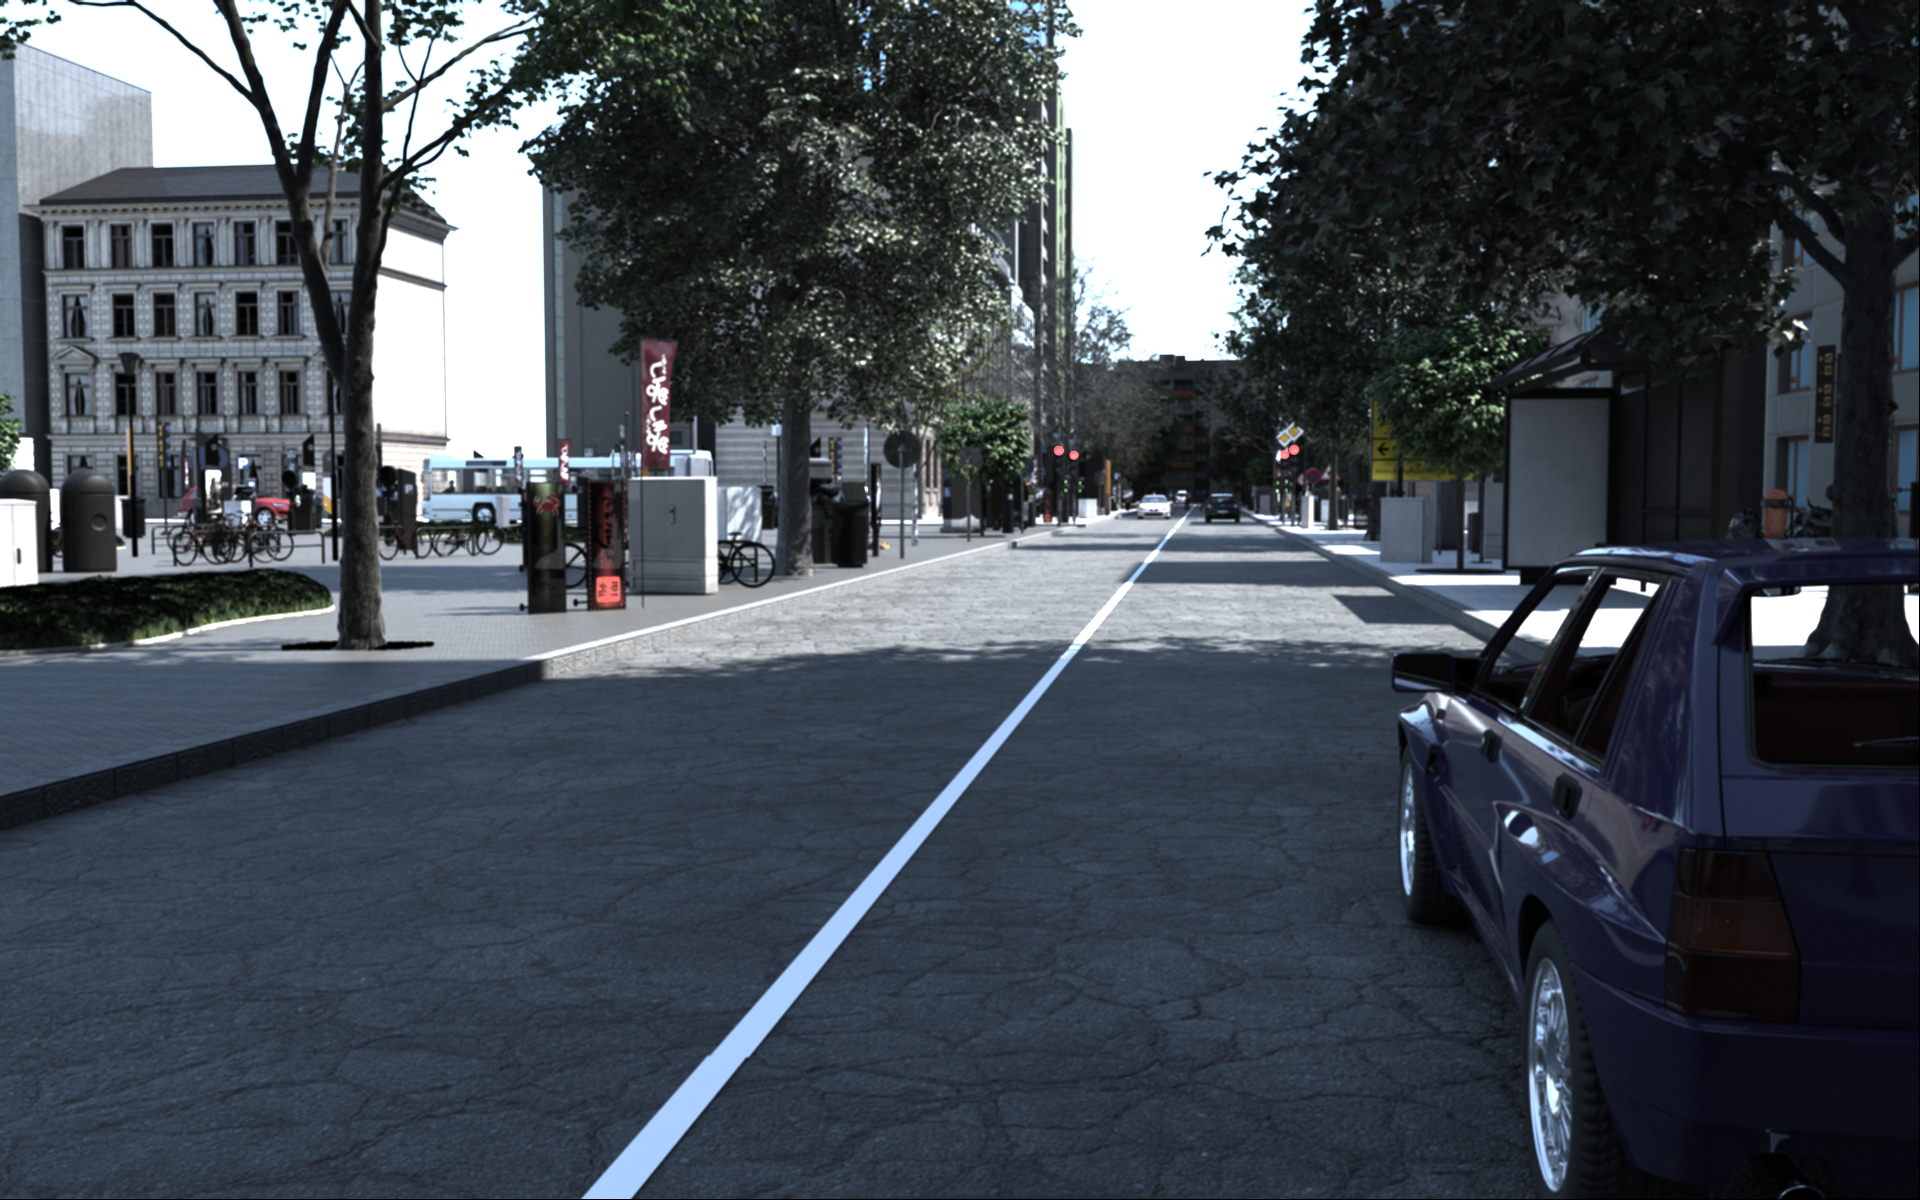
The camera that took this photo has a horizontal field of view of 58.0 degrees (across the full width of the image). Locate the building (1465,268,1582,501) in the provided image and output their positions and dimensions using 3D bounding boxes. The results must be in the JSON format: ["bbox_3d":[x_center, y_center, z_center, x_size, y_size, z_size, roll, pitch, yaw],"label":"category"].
[{"bbox_3d":[35.278,-15.165,84.108,21.152,22.565,11.583,0,4,8],"label":"building"}]

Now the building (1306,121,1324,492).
[{"bbox_3d":[51.980,-35.407,202.602,21.300,48.544,21.600,0,4,8],"label":"building"}]

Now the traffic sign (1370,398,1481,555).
[{"bbox_3d":[9.764,-2.598,36.354,2.265,3.308,0.079,1,4,13],"label":"traffic sign"}]

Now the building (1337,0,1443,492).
[{"bbox_3d":[47.335,-33.190,162.259,23.786,49.044,30.456,0,4,8],"label":"building"}]

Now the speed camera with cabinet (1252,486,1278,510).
[{"bbox_3d":[24.527,-8.863,139.250,2.038,3.252,0.660,3,4,36],"label":"speed camera with cabinet"}]

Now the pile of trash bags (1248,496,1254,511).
[{"bbox_3d":[23.480,-7.686,135.422,1.912,1.369,3.447,1,4,11],"label":"pile of trash bags"}]

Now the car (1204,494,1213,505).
[{"bbox_3d":[19.949,-7.466,133.866,2.131,1.459,4.920,0,4,8],"label":"car"}]

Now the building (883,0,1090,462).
[{"bbox_3d":[-0.469,-54.783,208.369,31.000,86.520,22.319,0,4,8],"label":"building"}]

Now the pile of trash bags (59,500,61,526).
[{"bbox_3d":[-36.849,-3.629,69.094,1.912,1.369,3.447,0,4,-6],"label":"pile of trash bags"}]

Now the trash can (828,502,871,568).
[{"bbox_3d":[-1.925,-1.140,30.288,0.748,1.137,0.748,0,3,0],"label":"trash can"}]

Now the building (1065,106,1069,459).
[{"bbox_3d":[3.048,-30.001,174.114,14.154,41.232,14.086,0,4,8],"label":"building"}]

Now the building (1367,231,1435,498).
[{"bbox_3d":[35.236,-20.267,117.271,13.634,28.700,20.117,0,4,8],"label":"building"}]

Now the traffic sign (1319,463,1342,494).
[{"bbox_3d":[14.343,-4.109,67.181,0.884,2.594,0.081,1,4,13],"label":"traffic sign"}]

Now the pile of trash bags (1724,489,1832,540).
[{"bbox_3d":[14.798,-1.322,31.366,1.912,1.369,3.447,2,4,25],"label":"pile of trash bags"}]

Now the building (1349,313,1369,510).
[{"bbox_3d":[37.938,-19.521,137.195,12.078,24.808,19.932,0,4,8],"label":"building"}]

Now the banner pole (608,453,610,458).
[{"bbox_3d":[-18.783,-6.330,93.512,0.401,3.779,0.863,1,4,21],"label":"banner pole"}]

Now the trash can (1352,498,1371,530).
[{"bbox_3d":[14.445,-3.092,62.200,0.748,1.137,0.748,0,3,0],"label":"trash can"}]

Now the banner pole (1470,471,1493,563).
[{"bbox_3d":[9.685,-2.560,31.874,0.401,3.779,0.863,0,4,4],"label":"banner pole"}]

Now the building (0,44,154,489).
[{"bbox_3d":[-57.989,-17.103,97.650,19.932,24.808,12.078,0,4,8],"label":"building"}]

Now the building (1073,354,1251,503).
[{"bbox_3d":[31.322,-25.070,254.926,28.899,21.520,27.650,0,4,8],"label":"building"}]

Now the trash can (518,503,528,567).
[{"bbox_3d":[-7.010,-1.060,28.981,0.748,1.137,0.748,0,3,0],"label":"trash can"}]

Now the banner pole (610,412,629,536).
[{"bbox_3d":[-10.301,-3.864,53.187,0.401,3.779,0.863,-2,4,-30],"label":"banner pole"}]

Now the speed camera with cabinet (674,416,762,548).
[{"bbox_3d":[-5.788,-2.882,41.464,2.038,3.252,0.660,-2,4,-33],"label":"speed camera with cabinet"}]

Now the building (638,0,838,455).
[{"bbox_3d":[-26.469,-47.380,212.907,20.611,71.187,20.563,0,4,8],"label":"building"}]

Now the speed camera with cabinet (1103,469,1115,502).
[{"bbox_3d":[11.849,-8.809,138.370,0.660,3.252,2.038,-1,4,-10],"label":"speed camera with cabinet"}]

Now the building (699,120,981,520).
[{"bbox_3d":[-5.936,-15.861,95.487,11.583,22.565,21.152,0,4,8],"label":"building"}]

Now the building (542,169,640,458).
[{"bbox_3d":[-43.651,-32.783,219.595,14.086,41.232,14.154,0,4,8],"label":"building"}]

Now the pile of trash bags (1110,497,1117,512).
[{"bbox_3d":[10.274,-7.156,126.752,1.912,1.369,3.447,1,4,23],"label":"pile of trash bags"}]

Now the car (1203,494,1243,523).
[{"bbox_3d":[13.321,-4.766,87.715,2.009,1.686,4.222,1,4,9],"label":"car"}]

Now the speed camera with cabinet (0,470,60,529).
[{"bbox_3d":[-32.809,-4.067,60.831,2.038,3.252,0.660,0,4,1],"label":"speed camera with cabinet"}]

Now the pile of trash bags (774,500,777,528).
[{"bbox_3d":[-7.600,-3.470,66.485,1.912,1.369,3.447,-1,4,-12],"label":"pile of trash bags"}]

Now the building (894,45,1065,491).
[{"bbox_3d":[1.740,-29.138,159.995,14.154,41.232,14.086,0,4,8],"label":"building"}]

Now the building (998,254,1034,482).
[{"bbox_3d":[-0.084,-17.353,138.471,10.420,20.320,16.860,0,4,8],"label":"building"}]

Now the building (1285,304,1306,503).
[{"bbox_3d":[59.788,-36.251,247.326,28.867,44.769,22.147,0,4,8],"label":"building"}]

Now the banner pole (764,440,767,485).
[{"bbox_3d":[-9.012,-5.511,80.115,0.401,3.779,0.863,0,4,1],"label":"banner pole"}]

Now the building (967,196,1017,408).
[{"bbox_3d":[-4.042,-16.915,118.358,13.314,21.916,24.055,0,4,8],"label":"building"}]

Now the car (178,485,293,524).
[{"bbox_3d":[-31.879,-4.167,76.811,5.304,1.827,2.281,0,4,7],"label":"car"}]

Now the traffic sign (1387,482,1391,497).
[{"bbox_3d":[9.763,-2.403,39.391,0.768,2.556,0.104,1,4,10],"label":"traffic sign"}]

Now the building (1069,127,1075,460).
[{"bbox_3d":[4.940,-30.891,188.658,14.154,41.232,14.086,0,4,8],"label":"building"}]

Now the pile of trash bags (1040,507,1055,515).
[{"bbox_3d":[5.388,-5.974,107.423,1.912,1.369,3.447,0,4,-2],"label":"pile of trash bags"}]

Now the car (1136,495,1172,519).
[{"bbox_3d":[11.186,-5.346,99.765,2.083,1.381,4.827,0,4,7],"label":"car"}]

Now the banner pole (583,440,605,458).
[{"bbox_3d":[-16.923,-5.486,79.714,0.863,3.779,0.401,1,4,13],"label":"banner pole"}]

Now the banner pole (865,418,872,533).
[{"bbox_3d":[-3.070,-4.112,57.251,0.401,3.779,0.863,-1,4,-14],"label":"banner pole"}]

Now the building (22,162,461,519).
[{"bbox_3d":[-38.456,-14.048,94.305,19.286,19.102,10.561,0,4,8],"label":"building"}]

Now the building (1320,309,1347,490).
[{"bbox_3d":[46.389,-32.740,185.410,14.600,45.320,14.200,0,4,8],"label":"building"}]

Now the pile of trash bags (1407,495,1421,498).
[{"bbox_3d":[26.219,-5.642,101.992,3.447,1.369,1.912,0,4,7],"label":"pile of trash bags"}]

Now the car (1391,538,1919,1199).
[{"bbox_3d":[2.173,0.492,4.531,1.945,1.354,3.894,1,4,8],"label":"car"}]

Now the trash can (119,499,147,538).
[{"bbox_3d":[-24.151,-2.383,50.620,0.748,1.137,0.748,0,3,0],"label":"trash can"}]

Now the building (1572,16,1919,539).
[{"bbox_3d":[32.105,-12.002,41.264,27.650,21.520,28.899,0,4,8],"label":"building"}]

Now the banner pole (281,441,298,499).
[{"bbox_3d":[-31.953,-5.652,82.435,0.863,3.779,0.401,0,4,-2],"label":"banner pole"}]
